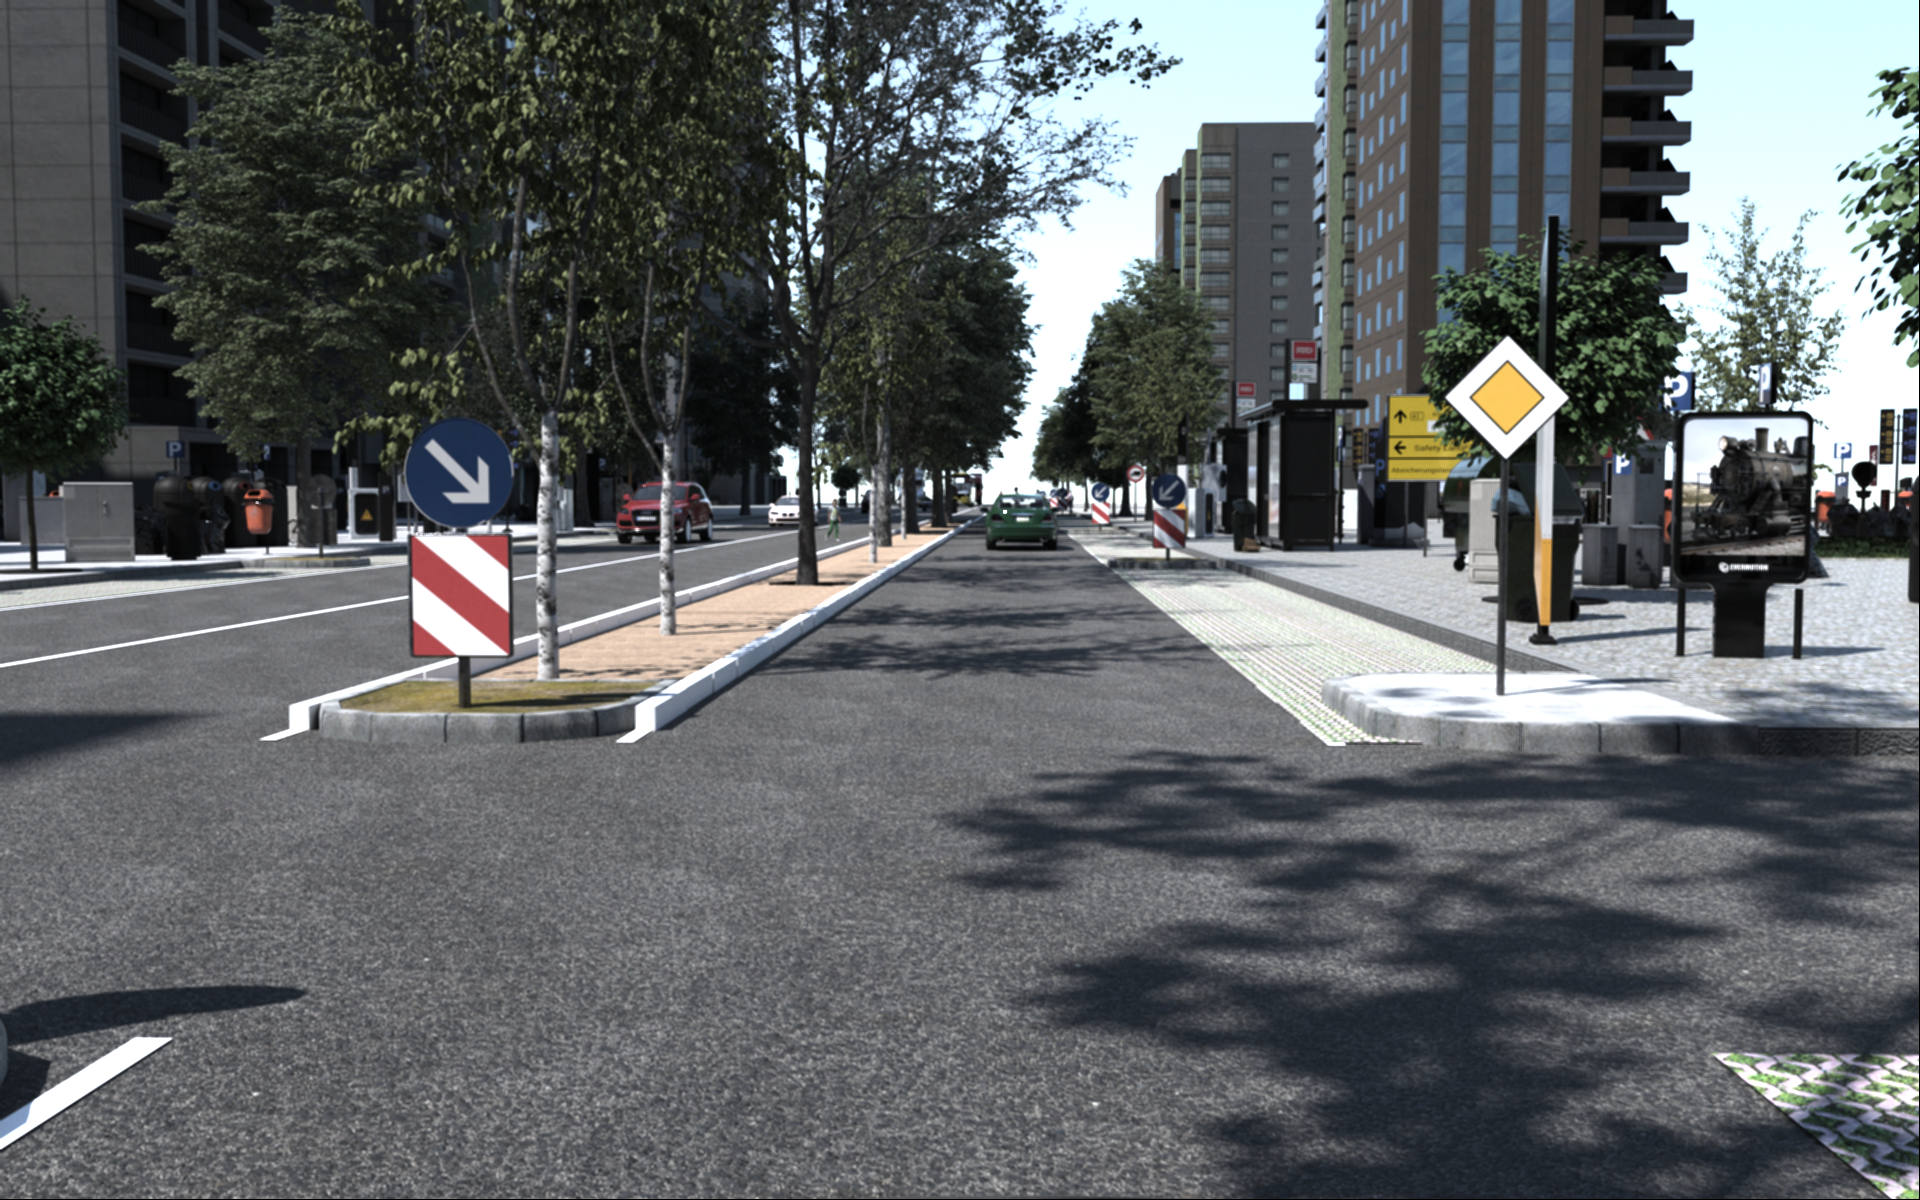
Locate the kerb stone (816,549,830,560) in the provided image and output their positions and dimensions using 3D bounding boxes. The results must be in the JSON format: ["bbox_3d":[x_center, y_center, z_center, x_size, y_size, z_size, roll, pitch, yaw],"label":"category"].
[{"bbox_3d":[-3.071,-1.007,38.662,0.120,0.150,1.000,0,4,2],"label":"kerb stone"}]

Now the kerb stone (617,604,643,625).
[{"bbox_3d":[-3.714,0.184,19.192,0.120,0.150,1.000,0,4,2],"label":"kerb stone"}]

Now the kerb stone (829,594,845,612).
[{"bbox_3d":[-1.548,0.061,21.201,0.120,0.150,1.000,0,4,2],"label":"kerb stone"}]

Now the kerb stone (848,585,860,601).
[{"bbox_3d":[-1.479,-0.060,23.244,0.120,0.150,1.000,0,4,2],"label":"kerb stone"}]

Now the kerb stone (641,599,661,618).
[{"bbox_3d":[-3.687,0.122,20.214,0.120,0.150,1.000,0,4,2],"label":"kerb stone"}]

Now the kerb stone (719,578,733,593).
[{"bbox_3d":[-3.505,-0.187,25.321,0.120,0.150,1.000,0,4,2],"label":"kerb stone"}]

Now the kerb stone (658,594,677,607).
[{"bbox_3d":[-3.654,0.059,21.235,0.120,0.150,1.000,0,4,2],"label":"kerb stone"}]

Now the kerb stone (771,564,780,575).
[{"bbox_3d":[-3.337,-0.505,30.458,0.120,0.150,1.000,0,4,2],"label":"kerb stone"}]

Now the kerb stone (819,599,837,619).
[{"bbox_3d":[-1.576,0.126,20.174,0.120,0.150,1.000,0,4,2],"label":"kerb stone"}]

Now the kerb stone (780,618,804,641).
[{"bbox_3d":[-1.690,0.314,17.110,0.120,0.150,1.000,0,4,2],"label":"kerb stone"}]

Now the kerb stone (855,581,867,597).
[{"bbox_3d":[-1.444,-0.127,24.272,0.120,0.150,1.000,0,4,2],"label":"kerb stone"}]

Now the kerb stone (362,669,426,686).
[{"bbox_3d":[-3.953,0.622,12.022,0.120,0.150,1.000,0,4,2],"label":"kerb stone"}]

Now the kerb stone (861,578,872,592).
[{"bbox_3d":[-1.419,-0.190,25.294,0.120,0.150,1.000,0,4,2],"label":"kerb stone"}]

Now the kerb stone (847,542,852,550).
[{"bbox_3d":[-2.907,-1.319,43.780,0.120,0.150,1.000,0,4,2],"label":"kerb stone"}]

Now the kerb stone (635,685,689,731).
[{"bbox_3d":[-1.884,0.687,10.959,0.120,0.150,1.000,0,4,2],"label":"kerb stone"}]

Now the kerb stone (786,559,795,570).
[{"bbox_3d":[-3.270,-0.631,32.504,0.120,0.150,1.000,0,4,2],"label":"kerb stone"}]

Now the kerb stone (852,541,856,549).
[{"bbox_3d":[-2.870,-1.383,44.808,0.120,0.150,1.000,0,4,2],"label":"kerb stone"}]

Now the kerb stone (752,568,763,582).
[{"bbox_3d":[-3.402,-0.380,28.415,0.120,0.150,1.000,0,4,2],"label":"kerb stone"}]

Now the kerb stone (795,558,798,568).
[{"bbox_3d":[-3.236,-0.693,33.526,0.120,0.150,1.000,0,4,2],"label":"kerb stone"}]

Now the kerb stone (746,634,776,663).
[{"bbox_3d":[-1.752,0.437,15.052,0.120,0.150,1.000,0,4,2],"label":"kerb stone"}]

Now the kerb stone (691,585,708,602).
[{"bbox_3d":[-3.577,-0.066,23.278,0.120,0.150,1.000,0,4,2],"label":"kerb stone"}]

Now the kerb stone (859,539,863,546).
[{"bbox_3d":[-2.797,-1.505,46.852,0.120,0.150,1.000,0,4,2],"label":"kerb stone"}]

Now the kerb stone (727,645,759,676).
[{"bbox_3d":[-1.780,0.500,14.028,0.120,0.150,1.000,0,4,2],"label":"kerb stone"}]

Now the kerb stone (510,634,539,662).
[{"bbox_3d":[-3.855,0.434,15.104,0.120,0.150,1.000,0,4,2],"label":"kerb stone"}]

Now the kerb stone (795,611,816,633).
[{"bbox_3d":[-1.649,0.249,18.131,0.120,0.150,1.000,0,4,2],"label":"kerb stone"}]

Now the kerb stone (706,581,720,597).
[{"bbox_3d":[-3.544,-0.126,24.299,0.120,0.150,1.000,0,4,2],"label":"kerb stone"}]

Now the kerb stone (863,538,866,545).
[{"bbox_3d":[-2.765,-1.570,47.873,0.120,0.150,1.000,0,4,2],"label":"kerb stone"}]

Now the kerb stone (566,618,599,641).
[{"bbox_3d":[-3.778,0.310,17.149,0.120,0.150,1.000,0,4,2],"label":"kerb stone"}]

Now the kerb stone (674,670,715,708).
[{"bbox_3d":[-1.858,0.625,11.981,0.120,0.150,1.000,0,4,2],"label":"kerb stone"}]

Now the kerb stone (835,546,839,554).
[{"bbox_3d":[-3.009,-1.132,40.707,0.120,0.150,1.000,0,4,2],"label":"kerb stone"}]

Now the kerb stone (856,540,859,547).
[{"bbox_3d":[-2.836,-1.446,45.830,0.120,0.150,1.000,0,4,2],"label":"kerb stone"}]

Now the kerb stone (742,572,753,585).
[{"bbox_3d":[-3.447,-0.317,27.378,0.120,0.150,1.000,0,4,2],"label":"kerb stone"}]

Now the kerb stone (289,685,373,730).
[{"bbox_3d":[-3.989,0.685,10.997,0.120,0.150,1.000,0,4,2],"label":"kerb stone"}]

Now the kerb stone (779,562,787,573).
[{"bbox_3d":[-3.312,-0.568,31.480,0.120,0.150,1.000,0,4,2],"label":"kerb stone"}]

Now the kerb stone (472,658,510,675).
[{"bbox_3d":[-3.888,0.498,14.082,0.120,0.150,1.000,0,4,2],"label":"kerb stone"}]

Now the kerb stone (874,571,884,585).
[{"bbox_3d":[-1.341,-0.314,27.337,0.120,0.150,1.000,0,4,2],"label":"kerb stone"}]

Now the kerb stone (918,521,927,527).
[{"bbox_3d":[-1.716,-3.514,79.646,0.120,0.150,1.000,0,4,2],"label":"kerb stone"}]

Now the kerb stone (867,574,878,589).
[{"bbox_3d":[-1.381,-0.251,26.316,0.120,0.150,1.000,0,4,2],"label":"kerb stone"}]

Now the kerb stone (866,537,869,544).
[{"bbox_3d":[-2.729,-1.633,48.895,0.120,0.150,1.000,0,4,2],"label":"kerb stone"}]

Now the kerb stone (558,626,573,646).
[{"bbox_3d":[-3.815,0.374,16.126,0.120,0.150,1.000,0,4,2],"label":"kerb stone"}]

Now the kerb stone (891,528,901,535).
[{"bbox_3d":[-2.292,-2.448,62.216,0.120,0.150,1.000,0,4,2],"label":"kerb stone"}]

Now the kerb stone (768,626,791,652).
[{"bbox_3d":[-1.718,0.381,16.085,0.120,0.150,1.000,0,4,2],"label":"kerb stone"}]

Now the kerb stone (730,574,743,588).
[{"bbox_3d":[-3.478,-0.254,26.355,0.120,0.150,1.000,0,4,2],"label":"kerb stone"}]

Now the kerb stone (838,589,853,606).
[{"bbox_3d":[-1.517,-0.001,22.222,0.120,0.150,1.000,0,4,2],"label":"kerb stone"}]

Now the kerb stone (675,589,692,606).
[{"bbox_3d":[-3.625,-0.004,22.257,0.120,0.150,1.000,0,4,2],"label":"kerb stone"}]

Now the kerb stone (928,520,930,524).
[{"bbox_3d":[-1.642,-3.639,81.695,0.120,0.150,1.000,0,4,2],"label":"kerb stone"}]

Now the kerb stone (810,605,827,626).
[{"bbox_3d":[-1.610,0.195,19.153,0.120,0.150,1.000,0,4,2],"label":"kerb stone"}]

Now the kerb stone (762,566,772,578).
[{"bbox_3d":[-3.376,-0.443,29.437,0.120,0.150,1.000,0,4,2],"label":"kerb stone"}]

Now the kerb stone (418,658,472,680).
[{"bbox_3d":[-3.916,0.560,13.051,0.120,0.150,1.000,0,4,2],"label":"kerb stone"}]

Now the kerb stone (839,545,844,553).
[{"bbox_3d":[-2.974,-1.190,41.728,0.120,0.150,1.000,0,4,2],"label":"kerb stone"}]

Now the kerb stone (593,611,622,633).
[{"bbox_3d":[-3.746,0.246,18.171,0.120,0.150,1.000,0,4,2],"label":"kerb stone"}]

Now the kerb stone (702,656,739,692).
[{"bbox_3d":[-1.818,0.562,13.002,0.120,0.150,1.000,0,4,2],"label":"kerb stone"}]

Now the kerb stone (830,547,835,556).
[{"bbox_3d":[-3.031,-1.070,39.685,0.120,0.150,1.000,0,4,2],"label":"kerb stone"}]

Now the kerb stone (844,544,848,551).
[{"bbox_3d":[-2.935,-1.253,42.757,0.120,0.150,1.000,0,4,2],"label":"kerb stone"}]
